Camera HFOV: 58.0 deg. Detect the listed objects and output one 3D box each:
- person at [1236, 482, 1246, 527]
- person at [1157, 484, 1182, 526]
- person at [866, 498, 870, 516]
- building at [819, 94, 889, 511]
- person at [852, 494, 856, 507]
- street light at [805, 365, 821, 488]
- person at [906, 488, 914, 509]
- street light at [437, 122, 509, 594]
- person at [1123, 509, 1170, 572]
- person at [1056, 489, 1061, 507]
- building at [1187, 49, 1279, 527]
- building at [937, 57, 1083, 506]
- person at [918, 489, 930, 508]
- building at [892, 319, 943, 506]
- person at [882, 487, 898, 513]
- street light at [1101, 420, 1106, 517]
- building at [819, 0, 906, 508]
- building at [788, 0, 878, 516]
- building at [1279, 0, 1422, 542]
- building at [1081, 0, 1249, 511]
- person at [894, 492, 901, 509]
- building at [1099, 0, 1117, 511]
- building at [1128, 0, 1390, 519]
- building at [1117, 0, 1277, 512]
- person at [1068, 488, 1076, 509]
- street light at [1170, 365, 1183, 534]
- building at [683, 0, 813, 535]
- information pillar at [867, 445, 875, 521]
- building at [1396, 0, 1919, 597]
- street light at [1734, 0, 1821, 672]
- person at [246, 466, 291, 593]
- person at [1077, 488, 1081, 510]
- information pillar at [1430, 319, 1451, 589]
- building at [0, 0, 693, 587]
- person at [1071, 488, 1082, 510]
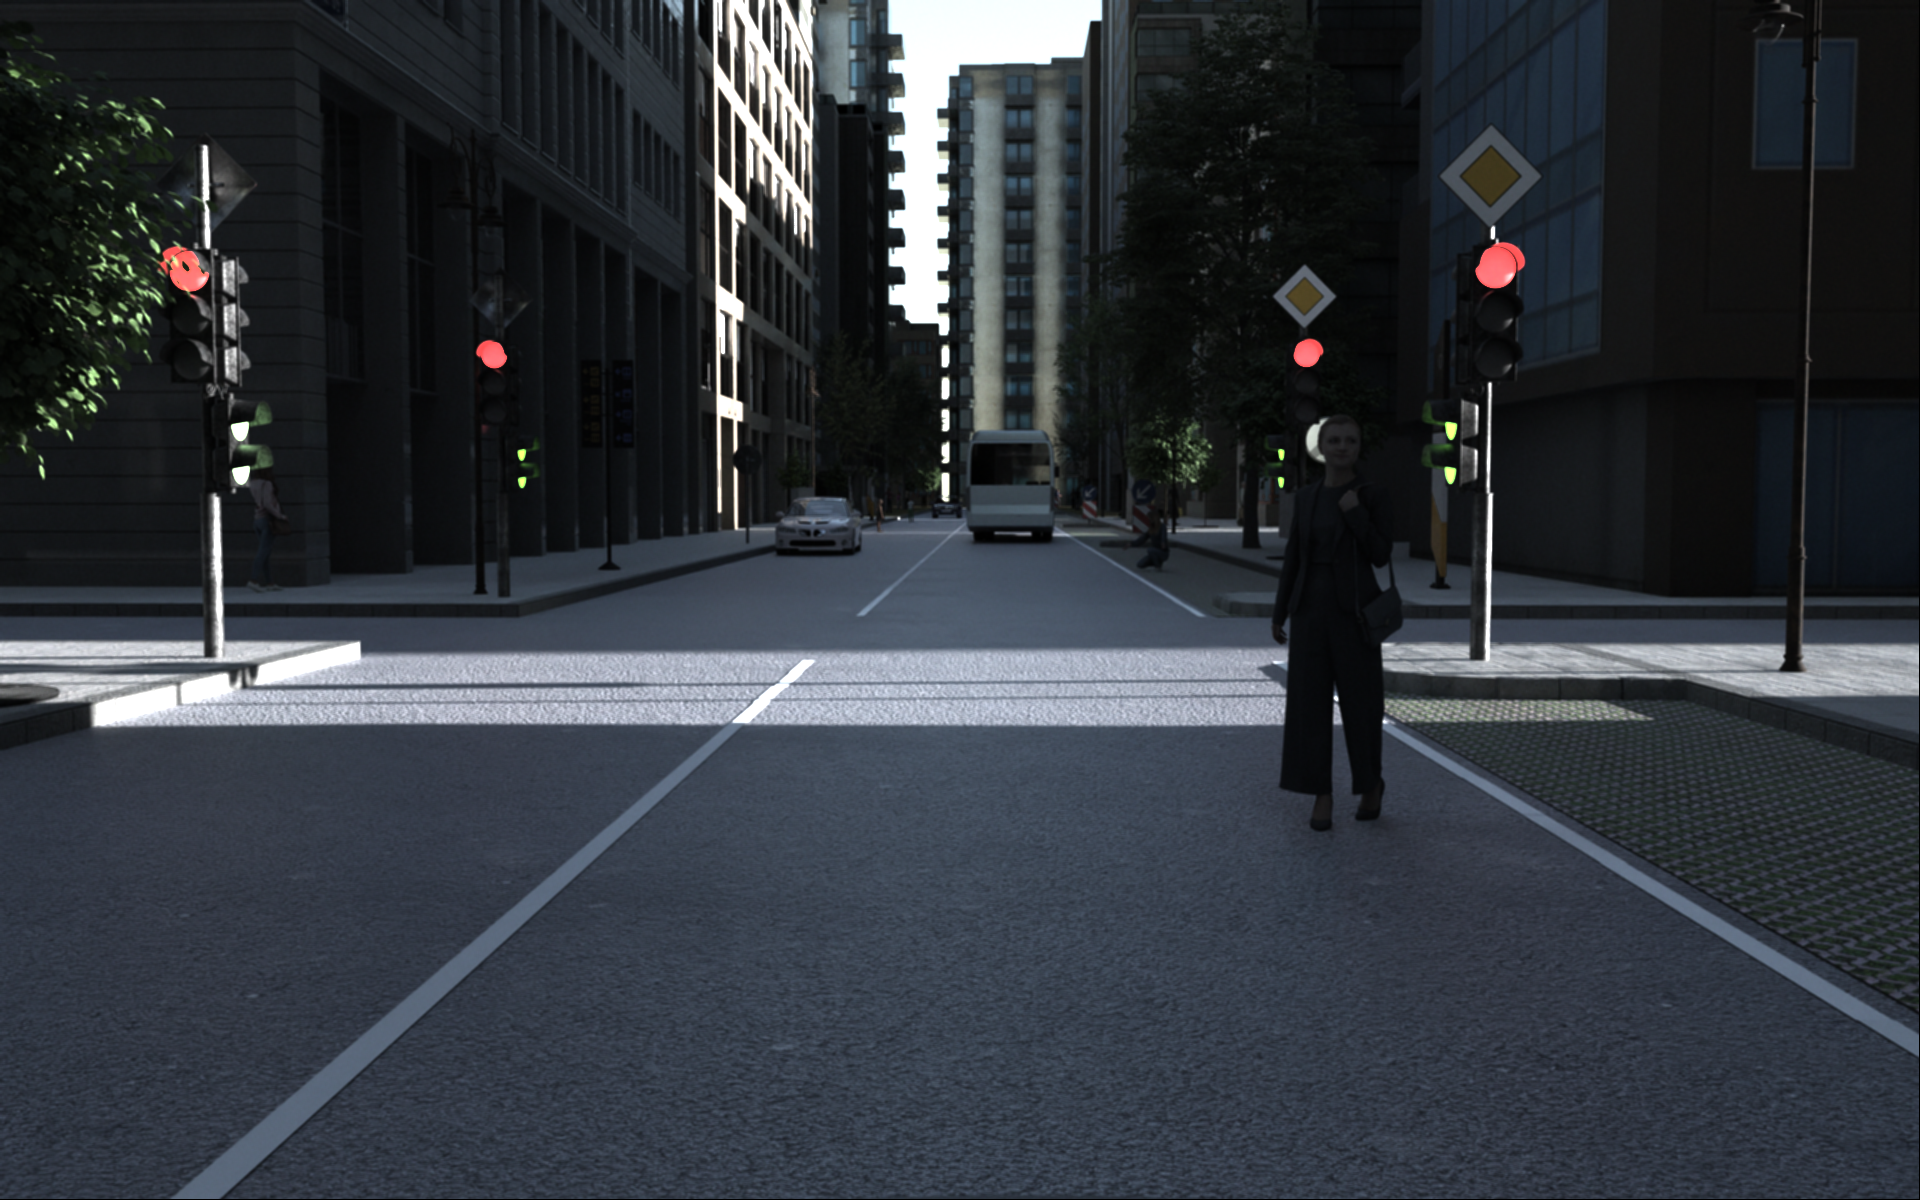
[{"bbox_3d":[10.978,-3.721,67.363,0.515,1.767,0.782,1,4,15],"label":"person"},{"bbox_3d":[8.322,-3.934,70.574,1.509,1.804,0.699,0,4,-1],"label":"person"},{"bbox_3d":[-5.316,-5.675,99.556,0.721,1.743,1.217,0,4,-5],"label":"person"},{"bbox_3d":[-12.763,-21.840,128.791,14.160,30.474,14.107,0,4,1],"label":"building"},{"bbox_3d":[-5.938,-5.140,94.326,0.590,1.304,0.306,-1,4,-15],"label":"person"},{"bbox_3d":[-5.261,-5.457,62.013,0.468,5.910,1.993,0,4,1],"label":"street light"},{"bbox_3d":[-4.400,-8.591,146.509,0.705,1.823,1.348,-3,5,-43],"label":"person"},{"bbox_3d":[-6.155,-3.014,22.060,0.468,5.910,1.993,0,4,1],"label":"street light"},{"bbox_3d":[3.565,-1.090,31.819,0.738,1.151,1.012,-2,4,-28],"label":"person"},{"bbox_3d":[9.888,-10.198,173.228,0.568,1.767,0.683,2,4,33],"label":"person"},{"bbox_3d":[26.200,-14.475,81.710,27.650,21.520,28.899,0,4,1],"label":"building"},{"bbox_3d":[12.817,-35.054,192.740,30.456,49.044,23.786,0,4,1],"label":"building"},{"bbox_3d":[-3.397,-9.584,163.469,1.217,1.736,0.721,0,4,6],"label":"person"},{"bbox_3d":[-16.793,-21.523,196.935,28.899,21.520,27.650,0,4,1],"label":"building"},{"bbox_3d":[-4.674,-6.623,115.056,1.217,1.743,0.721,2,4,24],"label":"person"},{"bbox_3d":[7.927,-7.537,96.023,0.468,5.910,1.993,0,4,1],"label":"street light"},{"bbox_3d":[-20.436,-32.977,158.784,30.456,49.044,23.786,0,4,1],"label":"building"},{"bbox_3d":[-21.717,-25.513,109.025,32.217,40.220,23.993,0,4,1],"label":"building"},{"bbox_3d":[16.484,-17.156,52.197,14.160,30.474,14.107,0,4,1],"label":"building"},{"bbox_3d":[18.627,-31.318,162.158,14.600,45.320,14.200,0,4,1],"label":"building"},{"bbox_3d":[-5.184,-8.258,144.287,0.599,1.433,0.991,-2,4,-35],"label":"person"},{"bbox_3d":[21.919,-36.606,140.510,21.231,58.520,28.212,0,4,1],"label":"building"},{"bbox_3d":[17.200,-20.429,105.720,14.160,30.474,14.107,0,4,1],"label":"building"},{"bbox_3d":[17.951,-28.704,119.425,14.600,45.320,14.200,0,4,1],"label":"building"},{"bbox_3d":[9.950,-8.953,152.564,0.705,1.807,1.348,3,5,39],"label":"person"},{"bbox_3d":[6.935,-5.092,56.040,0.468,5.910,1.993,0,4,1],"label":"street light"},{"bbox_3d":[-17.491,-16.317,71.292,19.350,26.468,34.151,0,4,1],"label":"building"},{"bbox_3d":[-4.268,-5.591,82.764,0.183,3.616,0.504,-2,4,-33],"label":"information pillar"},{"bbox_3d":[15.653,-23.022,26.516,14.200,45.320,14.600,0,4,1],"label":"building"},{"bbox_3d":[6.037,-2.421,12.371,0.468,5.910,1.993,0,4,1],"label":"street light"},{"bbox_3d":[-9.142,-0.984,22.714,0.593,1.750,0.643,3,4,38],"label":"person"},{"bbox_3d":[9.621,-8.197,140.728,0.551,1.740,0.621,3,4,36],"label":"person"},{"bbox_3d":[6.520,-1.966,23.498,0.183,3.616,0.504,0,4,-1],"label":"information pillar"},{"bbox_3d":[-14.062,-15.921,37.794,11.434,29.767,29.804,0,4,1],"label":"building"},{"bbox_3d":[9.240,-7.927,135.666,1.348,1.822,0.705,3,4,36],"label":"person"}]
